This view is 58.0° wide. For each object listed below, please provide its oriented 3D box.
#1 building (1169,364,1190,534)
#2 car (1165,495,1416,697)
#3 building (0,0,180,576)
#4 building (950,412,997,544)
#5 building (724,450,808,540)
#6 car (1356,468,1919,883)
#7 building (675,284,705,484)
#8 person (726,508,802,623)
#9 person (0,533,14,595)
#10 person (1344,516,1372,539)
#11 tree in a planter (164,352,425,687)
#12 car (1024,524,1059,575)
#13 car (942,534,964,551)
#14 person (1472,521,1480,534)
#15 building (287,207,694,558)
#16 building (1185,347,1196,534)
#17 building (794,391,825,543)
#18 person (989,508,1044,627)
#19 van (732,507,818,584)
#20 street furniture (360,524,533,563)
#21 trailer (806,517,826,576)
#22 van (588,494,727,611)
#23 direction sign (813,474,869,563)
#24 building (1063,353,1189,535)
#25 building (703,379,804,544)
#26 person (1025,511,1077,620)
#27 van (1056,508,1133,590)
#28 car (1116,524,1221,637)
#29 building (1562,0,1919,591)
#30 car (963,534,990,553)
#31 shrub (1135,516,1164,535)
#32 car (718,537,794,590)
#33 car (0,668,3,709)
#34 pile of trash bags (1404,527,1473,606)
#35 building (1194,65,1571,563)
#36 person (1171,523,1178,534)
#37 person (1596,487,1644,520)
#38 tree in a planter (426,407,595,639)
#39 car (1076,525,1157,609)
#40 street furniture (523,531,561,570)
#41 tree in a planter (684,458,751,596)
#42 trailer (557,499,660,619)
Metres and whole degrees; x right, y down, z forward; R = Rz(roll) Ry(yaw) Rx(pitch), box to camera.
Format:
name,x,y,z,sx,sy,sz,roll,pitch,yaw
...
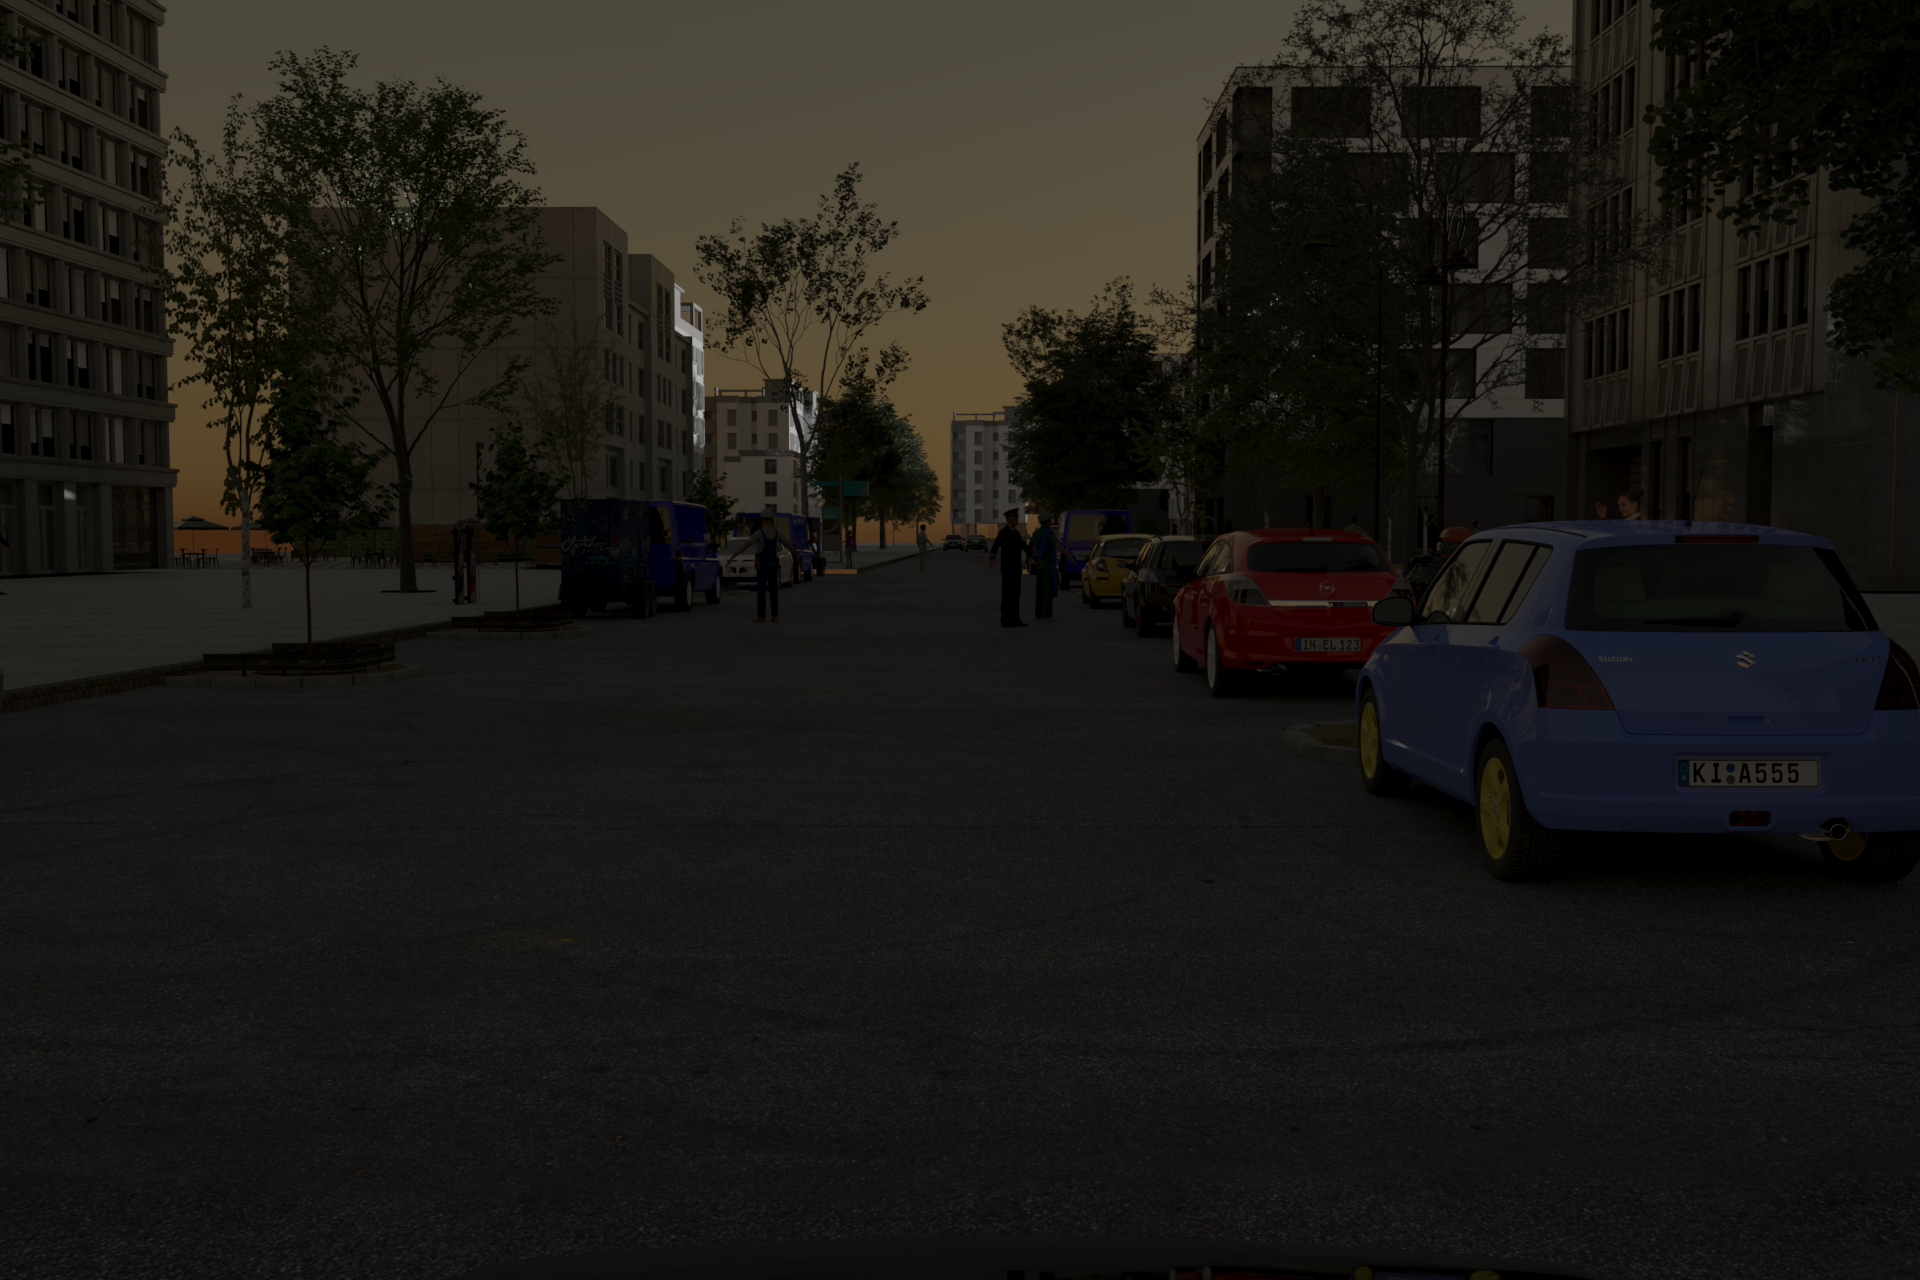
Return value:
name,x,y,z,sx,sy,sz,roll,pitch,yaw
building,28.135,-20.405,190.042,16.016,20.090,11.380,0,4,1
car,3.109,-0.468,16.689,2.155,1.783,4.494,0,4,1
building,-30.909,-12.476,50.651,8.464,21.280,15.925,0,4,1
building,-1.164,-24.510,259.609,11.380,20.090,16.016,0,4,5
building,-20.908,-14.959,186.732,9.099,9.664,28.070,0,4,1
car,3.060,0.071,8.428,1.945,1.707,3.694,0,4,1
building,-26.494,-16.824,131.495,16.016,20.090,11.380,0,4,1
person,-3.146,-1.213,28.151,1.347,1.847,0.705,-2,4,-31
person,-20.217,-1.846,36.226,0.704,1.823,1.345,0,4,-5
person,11.816,-2.802,51.972,1.344,1.810,0.704,0,4,4
tree in a planter,-6.466,-1.217,17.121,1.991,3.239,1.994,0,4,1
car,3.469,-3.292,62.504,2.281,1.827,5.304,0,4,1
car,-0.527,-8.379,146.777,2.009,1.686,4.222,0,4,1
person,17.990,-3.260,60.053,0.721,1.744,1.215,2,4,33
building,-27.817,-14.876,109.679,16.747,18.905,31.486,0,4,1
building,28.440,-18.717,136.953,19.493,23.208,18.063,0,4,1
building,-24.139,-22.802,229.237,16.016,20.090,11.380,0,4,1
person,0.819,-1.123,26.753,0.705,1.837,1.347,3,4,37
van,-5.489,-2.873,51.352,2.240,2.365,5.245,0,4,1
street furniture,-22.023,-4.514,80.651,11.010,1.723,9.812,-1,4,-20
trailer,-5.376,-3.139,58.374,1.471,1.999,3.904,0,4,1
van,-5.897,-1.795,33.733,2.240,2.365,5.245,0,4,1
direction sign,-5.336,-5.469,78.173,2.525,3.948,1.411,0,4,0
building,26.373,-22.498,211.813,27.936,21.610,32.646,0,4,1
building,-25.373,-21.741,211.882,16.016,20.090,11.380,0,4,1
person,1.449,-1.239,28.842,0.704,1.817,1.347,-2,4,-34
van,3.526,-2.552,46.108,2.240,2.365,5.245,0,4,1
car,3.336,-0.958,25.448,2.009,1.686,4.222,0,4,1
building,25.605,-14.002,46.195,12.078,24.872,19.932,0,4,1
car,1.280,-7.568,135.531,2.131,1.459,4.920,0,4,1
shrub,8.424,-4.511,77.802,1.661,2.075,1.752,0,3,0
car,-5.490,-2.034,45.610,2.083,1.381,4.827,0,4,1
car,-6.459,0.232,8.207,2.014,1.417,4.499,0,4,1
pile of trash bags,6.254,-0.669,20.697,1.912,1.369,3.447,0,4,1
building,26.202,-15.182,92.203,27.936,21.610,32.646,0,4,1
person,10.729,-4.953,87.119,0.704,1.843,1.345,1,4,23
person,6.268,-0.598,16.616,0.445,1.727,0.742,-2,4,-25
tree in a planter,-6.284,-1.668,24.496,1.991,3.239,1.994,0,4,1
car,3.344,-1.489,34.572,2.015,1.641,3.980,0,4,1
street furniture,-12.315,-3.667,66.814,9.812,1.723,11.010,-1,4,-15
tree in a planter,-6.003,-2.668,40.840,1.991,3.239,1.994,0,4,2
trailer,-6.017,-1.339,28.948,1.471,1.999,3.904,0,4,1
